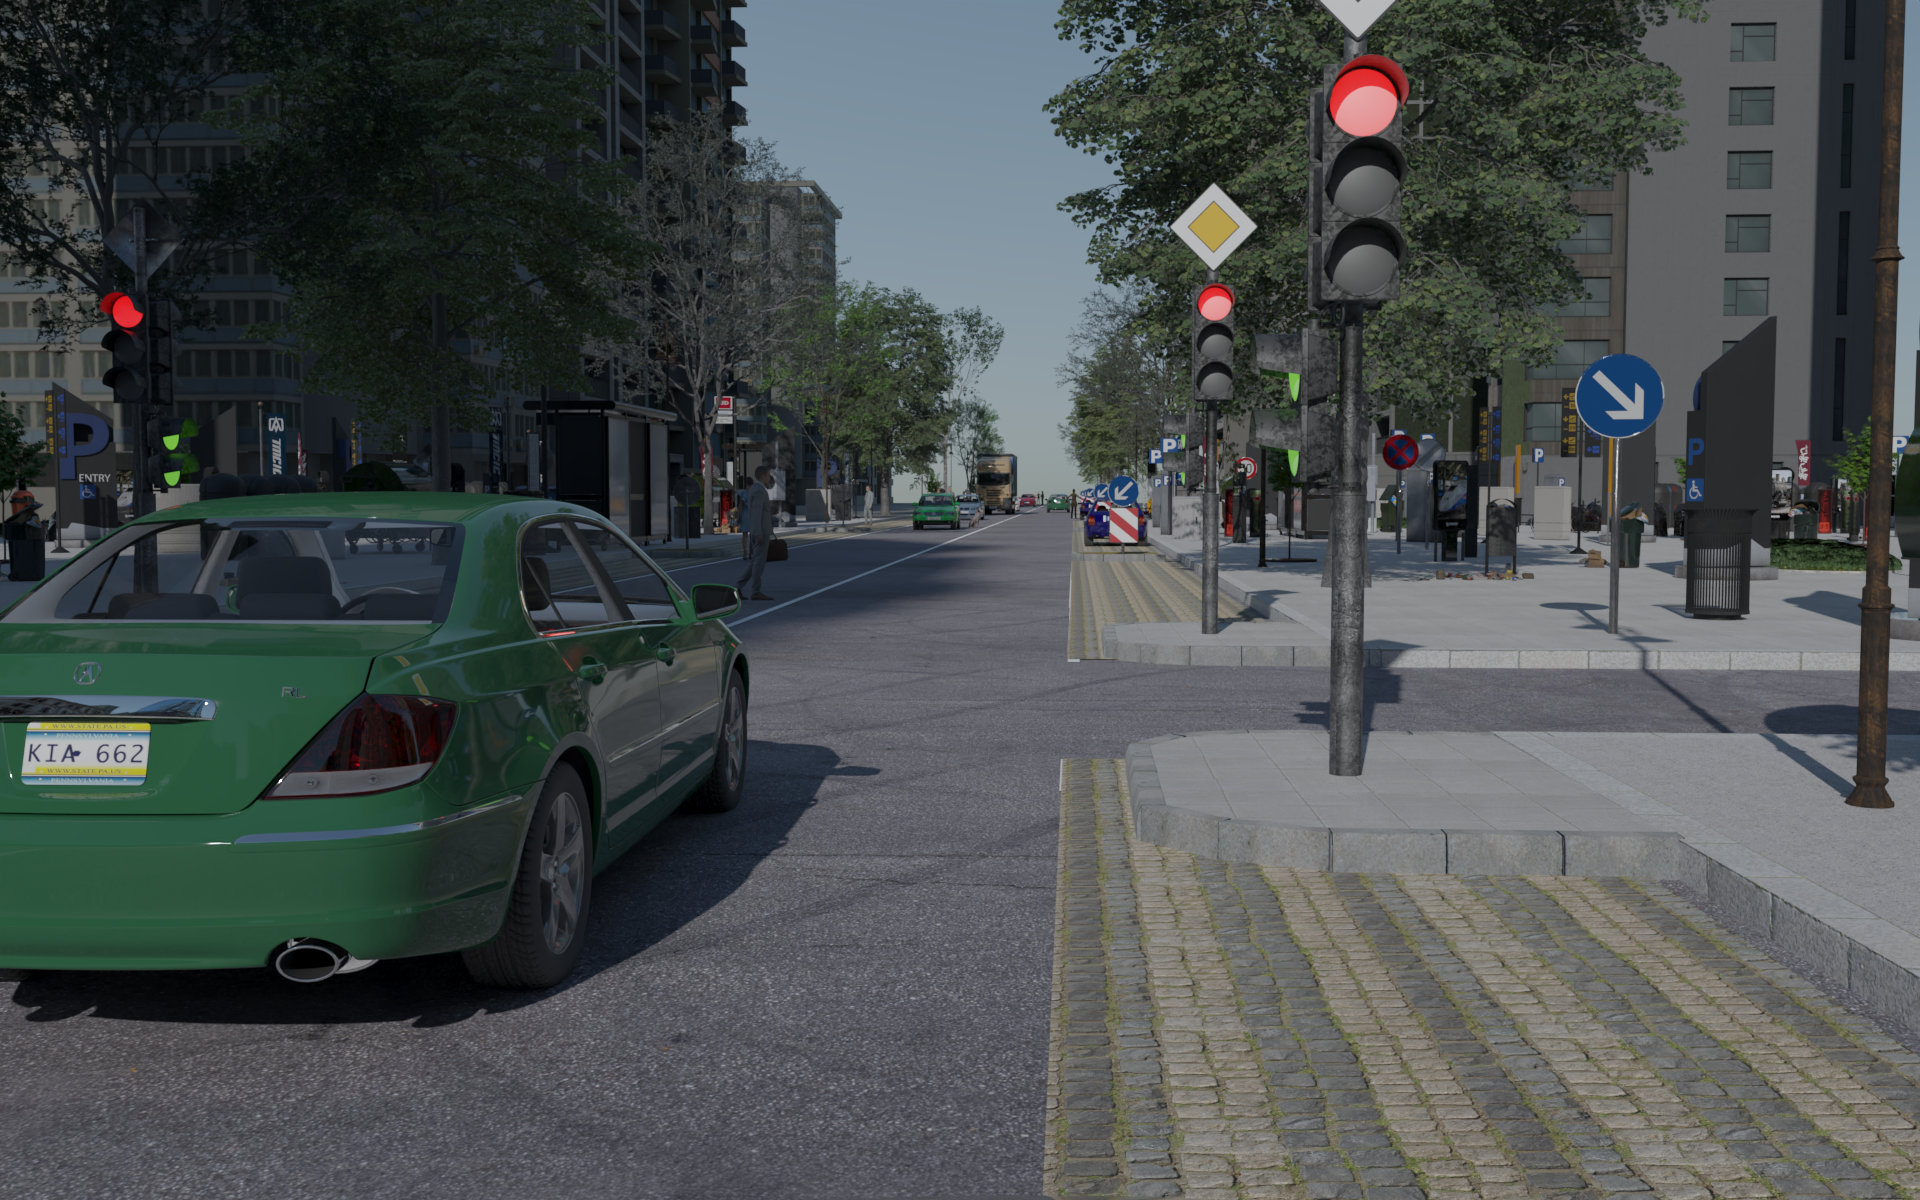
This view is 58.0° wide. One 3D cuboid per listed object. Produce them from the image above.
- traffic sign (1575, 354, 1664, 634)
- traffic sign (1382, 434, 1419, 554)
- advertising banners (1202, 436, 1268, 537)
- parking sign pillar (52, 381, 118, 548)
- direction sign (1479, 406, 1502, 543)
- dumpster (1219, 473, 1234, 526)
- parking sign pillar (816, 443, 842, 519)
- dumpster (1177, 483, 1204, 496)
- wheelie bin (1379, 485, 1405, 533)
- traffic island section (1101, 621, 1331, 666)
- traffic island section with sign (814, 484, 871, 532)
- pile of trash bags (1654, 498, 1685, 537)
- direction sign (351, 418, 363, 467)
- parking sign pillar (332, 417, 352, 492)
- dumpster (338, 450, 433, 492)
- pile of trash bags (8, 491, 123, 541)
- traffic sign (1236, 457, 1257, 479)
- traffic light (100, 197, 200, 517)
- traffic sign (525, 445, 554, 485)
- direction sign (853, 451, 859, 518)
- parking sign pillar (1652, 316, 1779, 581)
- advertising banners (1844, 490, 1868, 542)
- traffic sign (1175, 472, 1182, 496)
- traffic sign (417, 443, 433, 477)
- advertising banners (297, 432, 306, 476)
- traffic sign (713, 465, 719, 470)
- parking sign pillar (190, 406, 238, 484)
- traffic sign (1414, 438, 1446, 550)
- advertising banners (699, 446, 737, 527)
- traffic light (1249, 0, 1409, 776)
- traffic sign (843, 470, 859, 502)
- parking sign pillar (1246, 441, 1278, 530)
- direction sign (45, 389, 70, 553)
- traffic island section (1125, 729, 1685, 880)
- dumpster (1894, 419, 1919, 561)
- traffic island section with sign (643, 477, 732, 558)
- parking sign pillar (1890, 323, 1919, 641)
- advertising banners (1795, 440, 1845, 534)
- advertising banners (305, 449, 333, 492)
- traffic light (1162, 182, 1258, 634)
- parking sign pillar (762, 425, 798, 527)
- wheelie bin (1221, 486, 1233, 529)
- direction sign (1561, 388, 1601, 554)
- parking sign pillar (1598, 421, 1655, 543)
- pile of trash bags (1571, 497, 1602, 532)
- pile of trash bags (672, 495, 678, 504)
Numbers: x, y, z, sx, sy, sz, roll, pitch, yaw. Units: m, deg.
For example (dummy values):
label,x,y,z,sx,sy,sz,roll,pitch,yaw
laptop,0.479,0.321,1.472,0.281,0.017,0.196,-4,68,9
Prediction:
label,x,y,z,sx,sy,sz,roll,pitch,yaw
traffic sign,5.998,-0.961,15.826,0.768,2.556,0.104,1,4,13
traffic sign,9.372,-2.251,36.916,0.768,2.556,0.104,1,4,9
advertising banners,8.166,-3.394,51.687,2.074,3.025,0.090,1,4,22
parking sign pillar,-21.114,-3.263,41.819,1.447,3.967,1.447,-2,4,-34
direction sign,13.741,-3.239,44.959,0.379,3.537,0.876,-1,4,-19
dumpster,10.602,-3.875,65.852,1.502,2.255,1.985,0,4,4
parking sign pillar,-6.870,-6.264,90.892,1.447,3.967,1.447,1,4,9
dumpster,9.365,-3.990,71.000,1.264,1.857,1.865,0,4,4
wheelie bin,14.461,-3.062,57.974,0.693,1.594,0.980,-1,4,-17
traffic island section,2.314,0.390,15.904,2.009,0.180,2.903,0,4,4
traffic island section with sign,-4.467,-3.529,66.324,1.989,1.847,2.006,0,4,4
pile of trash bags,22.169,-2.598,52.236,3.447,1.369,1.912,2,4,28
direction sign,-17.961,-3.647,51.631,0.379,3.537,0.876,-3,4,-37
parking sign pillar,-21.760,-4.463,61.435,1.447,3.967,1.447,0,4,4
dumpster,-12.489,-2.158,37.783,1.502,2.255,1.985,0,4,4
pile of trash bags,-23.984,-2.267,46.811,1.912,1.369,3.447,2,4,28
traffic sign,9.870,-3.656,59.884,0.768,2.556,0.104,0,4,8
traffic light,-7.715,-1.683,16.434,0.839,4.253,0.868,0,4,4
traffic sign,-10.838,-2.722,44.615,0.768,2.556,0.104,0,4,5
direction sign,-5.479,-6.063,91.125,0.379,3.537,0.876,1,4,14
parking sign pillar,11.659,-2.310,26.235,1.447,3.967,1.447,-1,4,-20
advertising banners,24.698,-3.112,47.070,2.074,3.025,0.090,-3,4,-36
traffic sign,7.743,-3.793,62.116,0.768,2.556,0.104,1,4,13
traffic sign,-11.952,-2.315,39.034,0.795,2.450,0.064,1,4,9
advertising banners,-19.135,-3.293,50.021,0.090,3.025,2.074,-2,4,-25
traffic sign,-10.753,-4.574,74.894,0.768,2.556,0.104,0,4,5
parking sign pillar,-22.760,-3.939,52.876,1.447,3.967,1.447,-1,4,-20
traffic sign,10.705,-2.417,39.618,0.768,2.556,0.104,1,4,9
advertising banners,-8.456,-4.078,62.865,2.074,3.025,0.090,0,4,7
traffic light,1.748,-1.156,7.824,0.839,4.253,0.868,0,4,4
traffic sign,-5.799,-5.637,92.172,0.884,2.594,0.081,0,4,7
parking sign pillar,10.866,-4.482,61.746,1.447,3.967,1.447,2,4,23
direction sign,-19.629,-2.793,37.665,0.876,3.537,0.379,3,4,37
traffic island section,1.787,0.877,7.936,2.009,0.180,2.903,0,4,4
dumpster,4.933,-0.269,6.891,1.502,2.255,1.985,0,4,4
traffic island section with sign,-6.257,-1.878,39.339,1.989,1.847,2.006,0,4,4
parking sign pillar,8.959,-1.644,15.352,1.447,3.967,1.447,-3,4,-38
advertising banners,27.951,-3.652,55.893,2.074,3.025,0.090,0,4,1
advertising banners,-25.004,-4.362,67.508,2.074,3.025,0.090,1,4,22
traffic light,2.275,-1.643,15.792,0.839,4.253,0.868,0,4,4
parking sign pillar,-7.093,-4.858,67.904,1.447,3.967,1.447,0,4,0
wheelie bin,10.078,-3.430,63.981,0.980,1.594,0.693,3,5,44
direction sign,13.235,-2.749,36.950,0.876,3.537,0.379,0,4,-6
parking sign pillar,17.798,-3.523,46.075,1.447,3.967,1.447,2,4,25
pile of trash bags,21.332,-3.121,60.788,1.912,1.369,3.447,0,4,-1
pile of trash bags,-13.318,-4.132,77.306,1.912,1.369,3.447,0,4,1
